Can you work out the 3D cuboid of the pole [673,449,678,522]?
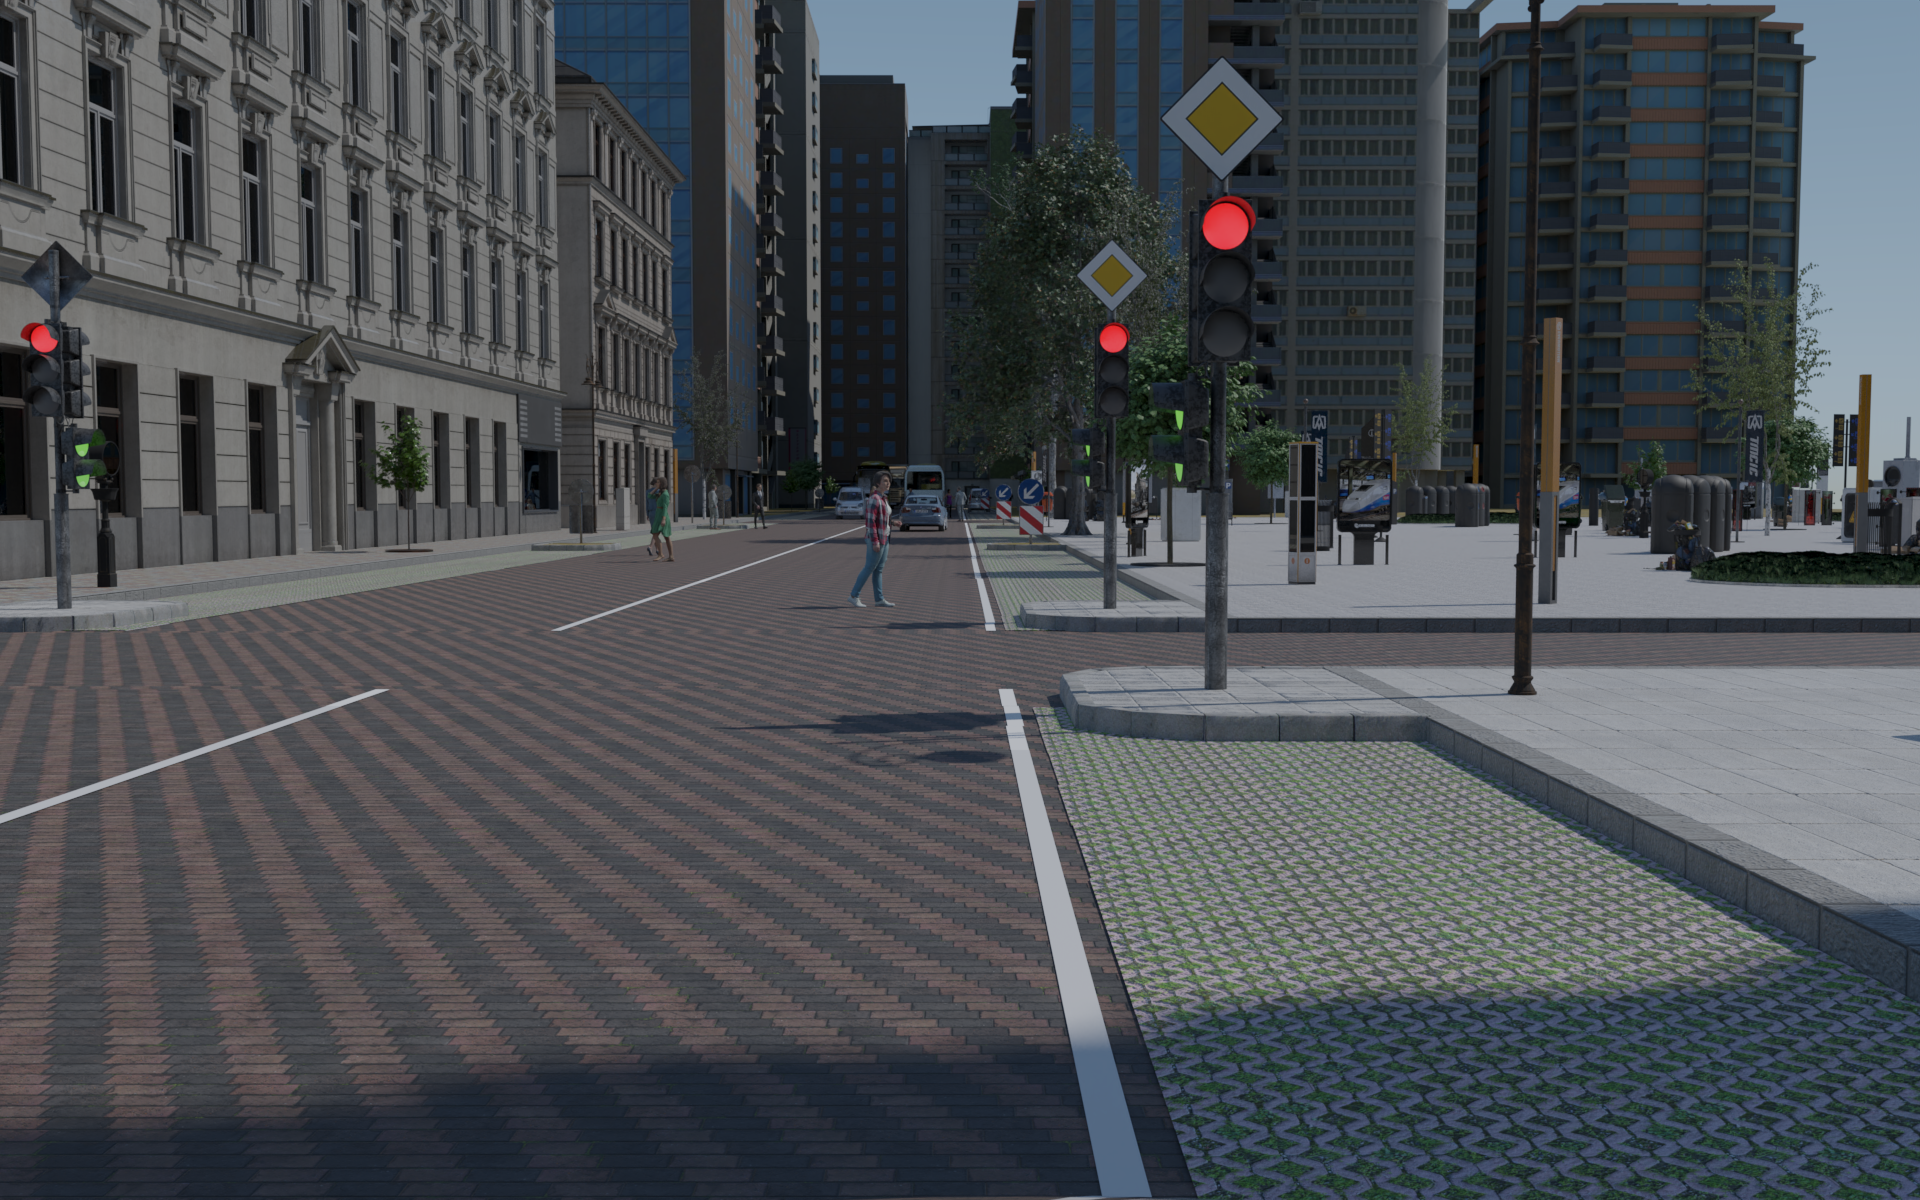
[{"bbox_3d":[-12.867,-5.165,78.294,0.158,3.312,0.155,0,3,0],"label":"pole"}]

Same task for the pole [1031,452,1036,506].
[{"bbox_3d":[3.545,-5.477,83.385,0.158,3.312,0.155,0,3,0],"label":"pole"}]

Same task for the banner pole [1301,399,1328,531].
[{"bbox_3d":[9.315,-3.405,45.683,0.863,3.779,0.401,-1,4,-11],"label":"banner pole"}]

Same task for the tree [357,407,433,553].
[{"bbox_3d":[-12.224,-2.683,38.476,1.663,3.219,1.824,0,3,0],"label":"tree"}]

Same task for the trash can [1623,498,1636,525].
[{"bbox_3d":[23.693,-3.065,61.764,0.748,1.137,0.748,0,3,0],"label":"trash can"}]

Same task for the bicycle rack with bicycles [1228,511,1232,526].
[{"bbox_3d":[9.723,-3.441,69.650,2.852,0.926,2.925,1,4,21],"label":"bicycle rack with bicycles"}]

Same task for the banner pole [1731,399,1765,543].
[{"bbox_3d":[20.776,-3.405,45.685,0.401,3.779,0.863,-3,5,-43],"label":"banner pole"}]

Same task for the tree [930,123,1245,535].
[{"bbox_3d":[3.766,-8.377,53.964,9.611,12.733,9.660,0,3,0],"label":"tree"}]

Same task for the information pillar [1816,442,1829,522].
[{"bbox_3d":[38.936,-5.310,78.178,0.504,3.616,0.183,1,4,14],"label":"information pillar"}]

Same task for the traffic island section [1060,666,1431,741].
[{"bbox_3d":[1.706,0.665,11.410,2.009,0.180,2.903,0,3,0],"label":"traffic island section"}]

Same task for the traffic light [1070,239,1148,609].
[{"bbox_3d":[1.661,-1.857,19.281,0.839,4.253,0.868,0,3,0],"label":"traffic light"}]

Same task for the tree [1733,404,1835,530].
[{"bbox_3d":[29.654,-4.787,61.974,4.285,4.588,4.351,0,3,0],"label":"tree"}]

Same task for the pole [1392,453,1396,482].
[{"bbox_3d":[21.479,-5.618,85.692,0.158,3.312,0.155,0,3,0],"label":"pole"}]

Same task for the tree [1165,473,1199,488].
[{"bbox_3d":[9.670,-4.860,74.056,1.663,3.219,1.824,0,3,0],"label":"tree"}]

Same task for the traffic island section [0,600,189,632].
[{"bbox_3d":[-10.041,0.177,19.393,2.009,0.180,2.903,0,3,0],"label":"traffic island section"}]

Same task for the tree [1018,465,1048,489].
[{"bbox_3d":[4.266,-6.501,100.894,1.663,3.219,1.824,0,3,0],"label":"tree"}]

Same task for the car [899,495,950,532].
[{"bbox_3d":[-1.418,-3.400,67.597,2.014,1.417,4.499,0,4,1],"label":"car"}]

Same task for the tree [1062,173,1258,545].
[{"bbox_3d":[4.513,-5.507,40.407,4.360,8.622,3.978,0,3,0],"label":"tree"}]

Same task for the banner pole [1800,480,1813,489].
[{"bbox_3d":[45.060,-6.241,92.051,0.401,3.779,0.863,-3,4,-38],"label":"banner pole"}]

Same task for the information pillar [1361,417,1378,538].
[{"bbox_3d":[11.999,-3.634,50.770,0.504,3.616,0.183,2,4,34],"label":"information pillar"}]

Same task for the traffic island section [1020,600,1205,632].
[{"bbox_3d":[1.701,0.176,19.395,2.009,0.180,2.903,0,3,0],"label":"traffic island section"}]

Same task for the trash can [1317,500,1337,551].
[{"bbox_3d":[8.123,-1.678,39.085,0.748,1.137,0.748,0,3,0],"label":"trash can"}]

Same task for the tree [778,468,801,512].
[{"bbox_3d":[-12.281,-7.973,124.962,1.663,3.219,1.824,0,3,0],"label":"tree"}]

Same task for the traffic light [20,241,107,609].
[{"bbox_3d":[-10.001,-1.855,19.258,0.839,4.253,0.868,0,3,0],"label":"traffic light"}]

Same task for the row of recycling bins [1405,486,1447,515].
[{"bbox_3d":[23.732,-4.876,86.833,3.534,1.692,1.069,-2,4,-35],"label":"row of recycling bins"}]

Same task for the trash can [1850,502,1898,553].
[{"bbox_3d":[16.132,-1.159,30.610,0.748,1.137,0.748,0,3,0],"label":"trash can"}]

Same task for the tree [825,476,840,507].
[{"bbox_3d":[-12.932,-10.821,171.530,1.663,3.219,1.824,0,3,0],"label":"tree"}]

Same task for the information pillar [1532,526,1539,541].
[{"bbox_3d":[15.560,-2.602,47.033,0.304,2.012,0.304,2,4,32],"label":"information pillar"}]

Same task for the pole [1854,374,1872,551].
[{"bbox_3d":[15.415,-2.186,29.581,0.158,3.312,0.155,0,3,0],"label":"pole"}]

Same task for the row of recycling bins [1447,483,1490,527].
[{"bbox_3d":[20.188,-3.744,68.325,1.069,1.692,3.534,2,4,26],"label":"row of recycling bins"}]

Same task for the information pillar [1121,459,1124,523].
[{"bbox_3d":[7.261,-5.218,76.667,0.183,3.616,0.504,0,4,3],"label":"information pillar"}]

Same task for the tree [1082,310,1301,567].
[{"bbox_3d":[3.867,-2.894,31.039,4.285,4.588,4.351,0,3,0],"label":"tree"}]

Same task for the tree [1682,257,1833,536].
[{"bbox_3d":[24.618,-6.275,52.963,4.737,8.622,4.395,0,3,0],"label":"tree"}]

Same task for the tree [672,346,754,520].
[{"bbox_3d":[-12.648,-8.360,87.049,4.360,8.622,3.978,0,3,0],"label":"tree"}]

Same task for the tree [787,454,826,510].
[{"bbox_3d":[-12.501,-9.641,141.351,4.285,4.588,4.351,0,3,0],"label":"tree"}]

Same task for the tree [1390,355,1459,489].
[{"bbox_3d":[24.303,-8.665,92.041,4.737,8.622,4.395,0,3,0],"label":"tree"}]

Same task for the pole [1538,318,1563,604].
[{"bbox_3d":[6.880,-1.611,20.183,0.158,3.312,0.155,0,3,0],"label":"pole"}]

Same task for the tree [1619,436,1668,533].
[{"bbox_3d":[22.844,-3.816,56.996,1.663,3.219,1.824,0,3,0],"label":"tree"}]

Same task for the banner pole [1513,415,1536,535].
[{"bbox_3d":[17.765,-3.934,54.332,0.863,3.779,0.401,-2,4,-28],"label":"banner pole"}]

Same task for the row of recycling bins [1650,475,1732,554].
[{"bbox_3d":[16.189,-1.901,38.194,1.069,1.692,3.534,3,5,40],"label":"row of recycling bins"}]

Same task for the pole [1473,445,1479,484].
[{"bbox_3d":[21.282,-4.750,71.513,0.158,3.312,0.155,0,3,0],"label":"pole"}]

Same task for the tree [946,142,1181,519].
[{"bbox_3d":[5.620,-14.414,91.550,12.611,20.169,13.585,0,3,0],"label":"tree"}]

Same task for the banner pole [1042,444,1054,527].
[{"bbox_3d":[3.349,-4.721,67.203,0.401,3.779,0.863,-1,4,-23],"label":"banner pole"}]

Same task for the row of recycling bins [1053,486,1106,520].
[{"bbox_3d":[6.165,-4.887,87.016,3.534,1.692,1.069,3,5,40],"label":"row of recycling bins"}]

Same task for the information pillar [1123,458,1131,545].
[{"bbox_3d":[4.425,-3.210,43.843,0.183,3.616,0.504,-2,4,-27],"label":"information pillar"}]

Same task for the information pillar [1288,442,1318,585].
[{"bbox_3d":[4.863,-1.228,24.577,0.304,2.012,0.304,-1,4,-18],"label":"information pillar"}]
